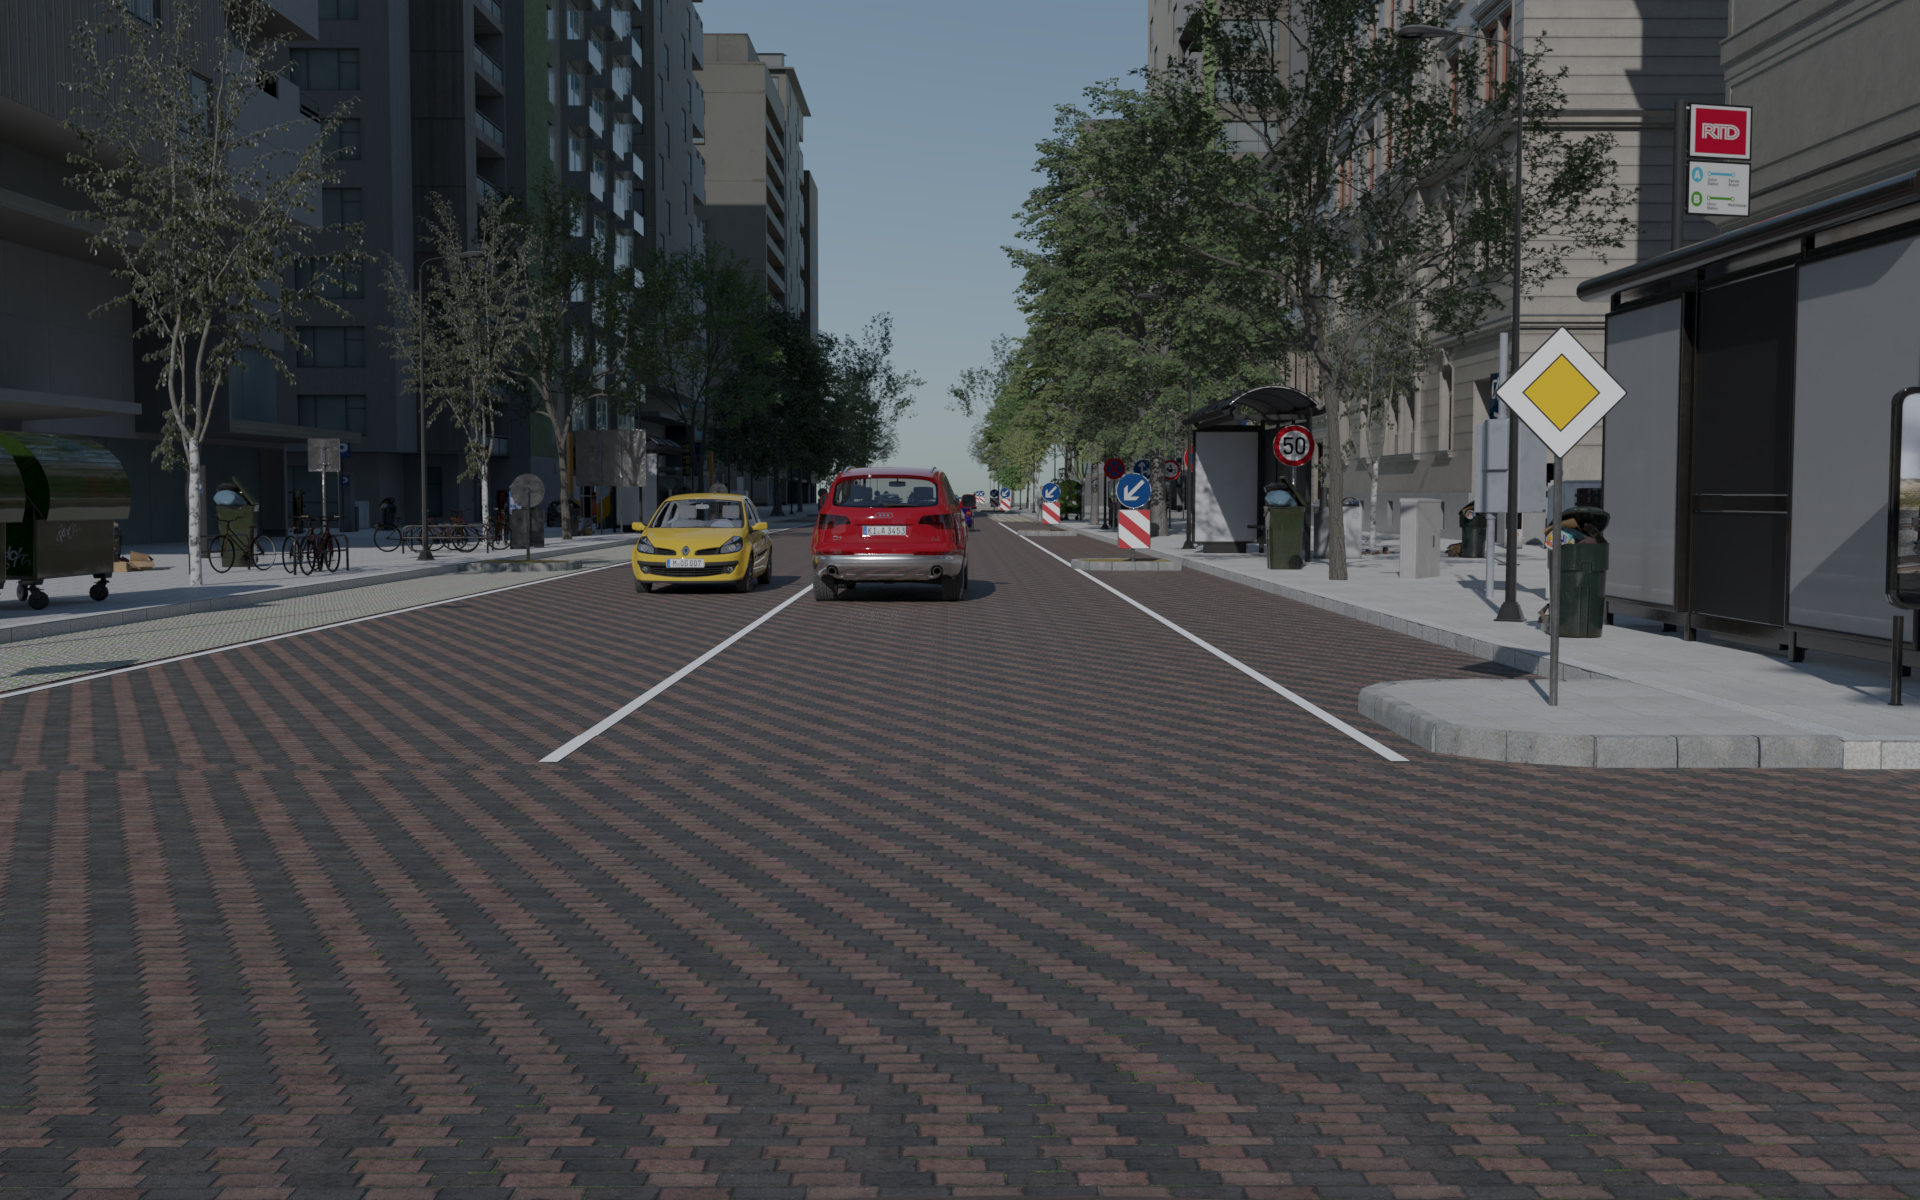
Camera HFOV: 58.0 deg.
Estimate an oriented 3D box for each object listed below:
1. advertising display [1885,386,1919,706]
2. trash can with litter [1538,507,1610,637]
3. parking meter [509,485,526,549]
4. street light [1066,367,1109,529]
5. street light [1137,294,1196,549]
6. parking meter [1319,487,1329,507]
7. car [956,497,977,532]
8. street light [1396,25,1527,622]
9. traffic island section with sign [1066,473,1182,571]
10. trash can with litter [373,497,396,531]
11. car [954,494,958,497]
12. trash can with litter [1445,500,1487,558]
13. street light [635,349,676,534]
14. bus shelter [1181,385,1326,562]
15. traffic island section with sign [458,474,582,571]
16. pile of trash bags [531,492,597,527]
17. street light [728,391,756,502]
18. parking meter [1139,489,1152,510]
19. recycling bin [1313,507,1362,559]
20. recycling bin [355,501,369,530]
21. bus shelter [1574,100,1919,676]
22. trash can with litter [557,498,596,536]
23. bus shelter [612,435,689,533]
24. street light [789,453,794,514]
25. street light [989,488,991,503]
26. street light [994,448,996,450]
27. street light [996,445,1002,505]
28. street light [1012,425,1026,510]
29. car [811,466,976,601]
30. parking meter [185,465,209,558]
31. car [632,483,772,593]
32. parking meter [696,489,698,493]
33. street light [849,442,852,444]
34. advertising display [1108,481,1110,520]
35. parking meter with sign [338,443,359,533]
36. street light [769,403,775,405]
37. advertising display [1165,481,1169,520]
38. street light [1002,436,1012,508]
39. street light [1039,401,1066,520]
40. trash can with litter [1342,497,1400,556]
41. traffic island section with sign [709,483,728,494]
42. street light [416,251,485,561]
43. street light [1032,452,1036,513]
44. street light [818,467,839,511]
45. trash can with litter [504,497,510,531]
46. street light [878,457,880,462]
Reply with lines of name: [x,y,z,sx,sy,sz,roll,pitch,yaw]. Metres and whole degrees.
advertising display: [6.096,-0.315,10.368,0.974,1.923,0.123,1,4,14]
trash can with litter: [5.510,-0.270,15.796,0.624,1.170,1.055,0,4,3]
parking meter: [-10.302,-1.952,40.327,0.372,1.533,0.369,0,3,0]
street light: [4.724,-5.516,62.720,1.470,5.913,1.316,0,4,0]
street light: [4.800,-4.144,40.288,1.470,5.913,1.316,0,4,0]
parking meter: [12.408,-3.088,58.899,0.372,1.533,0.369,0,3,0]
car: [-0.323,-3.331,67.041,1.945,1.354,3.894,0,4,1]
street light: [5.023,-2.740,17.335,1.470,5.913,1.316,0,4,0]
traffic island section with sign: [3.164,-1.516,33.410,1.989,1.847,2.006,0,4,0]
trash can with litter: [-20.155,-3.003,60.491,1.055,1.170,0.624,3,5,40]
car: [-0.878,-11.319,194.844,2.009,1.686,4.222,0,4,1]
trash can with litter: [10.201,-1.446,35.022,0.624,1.170,1.055,-1,4,-21]
street light: [-9.751,-5.086,55.700,1.470,5.913,1.316,0,4,0]
bus shelter: [5.815,-2.507,34.913,2.014,3.302,5.546,0,4,0]
traffic island section with sign: [-8.253,-1.477,32.781,1.989,1.847,2.006,0,4,0]
pile of trash bags: [-15.659,-3.545,67.713,3.447,1.369,1.912,0,4,8]
street light: [-9.896,-6.458,78.132,1.470,5.913,1.316,0,4,0]
parking meter: [5.394,-2.573,50.484,0.372,1.533,0.369,0,3,0]
recycling bin: [7.521,-1.342,34.494,0.722,1.027,0.722,-1,4,-18]
recycling bin: [-21.896,-3.069,62.728,0.722,1.027,0.722,1,4,10]
bus shelter: [7.118,-2.310,15.404,2.179,5.291,8.768,0,4,0]
trash can with litter: [-11.756,-2.550,53.075,0.624,1.170,1.055,3,5,42]
bus shelter: [-10.808,-4.042,60.006,2.014,3.302,5.546,0,4,0]
street light: [-10.190,-8.418,110.181,1.470,5.913,1.316,0,4,0]
street light: [3.942,-13.832,198.701,1.470,5.913,1.316,0,4,0]
street light: [4.186,-12.461,176.270,1.470,5.913,1.316,0,4,0]
street light: [4.328,-11.594,162.108,1.470,5.913,1.316,0,4,0]
street light: [4.449,-8.823,116.797,1.470,5.913,1.316,0,4,0]
car: [-0.915,-0.979,24.680,2.281,1.827,5.304,0,4,1]
parking meter: [-15.211,-1.762,34.513,0.399,1.863,0.255,-1,4,-23]
car: [-3.870,-0.985,26.334,2.015,1.641,3.980,0,3,0]
parking meter: [-12.259,-4.477,81.618,0.372,1.533,0.369,0,3,0]
street light: [-10.373,-11.213,155.874,1.470,5.913,1.316,0,4,0]
advertising display: [7.720,-4.864,84.743,0.974,1.923,0.123,0,4,1]
parking meter with sign: [-20.665,-3.801,58.413,0.543,3.016,1.738,-1,4,-9]
street light: [-10.023,-7.046,87.749,1.470,5.913,1.316,0,4,0]
advertising display: [10.035,-4.869,84.827,0.123,1.923,0.974,3,4,37]
street light: [4.320,-10.195,139.229,1.470,5.913,1.316,0,4,0]
street light: [4.714,-6.912,85.552,1.470,5.913,1.316,0,4,0]
trash can with litter: [8.672,-1.585,36.973,2.233,1.210,1.678,-2,4,-32]
traffic island section with sign: [-8.401,-3.157,60.246,1.989,1.847,2.006,0,4,0]
street light: [-9.774,-3.714,33.266,1.470,5.913,1.316,0,4,0]
street light: [4.623,-7.440,94.189,1.470,5.913,1.316,0,4,0]
street light: [-10.242,-9.841,133.442,1.470,5.913,1.316,0,4,0]
trash can with litter: [-15.404,-3.011,60.616,1.055,1.170,0.624,-1,4,-18]
street light: [-10.632,-14.854,215.400,1.470,5.913,1.316,0,4,0]
